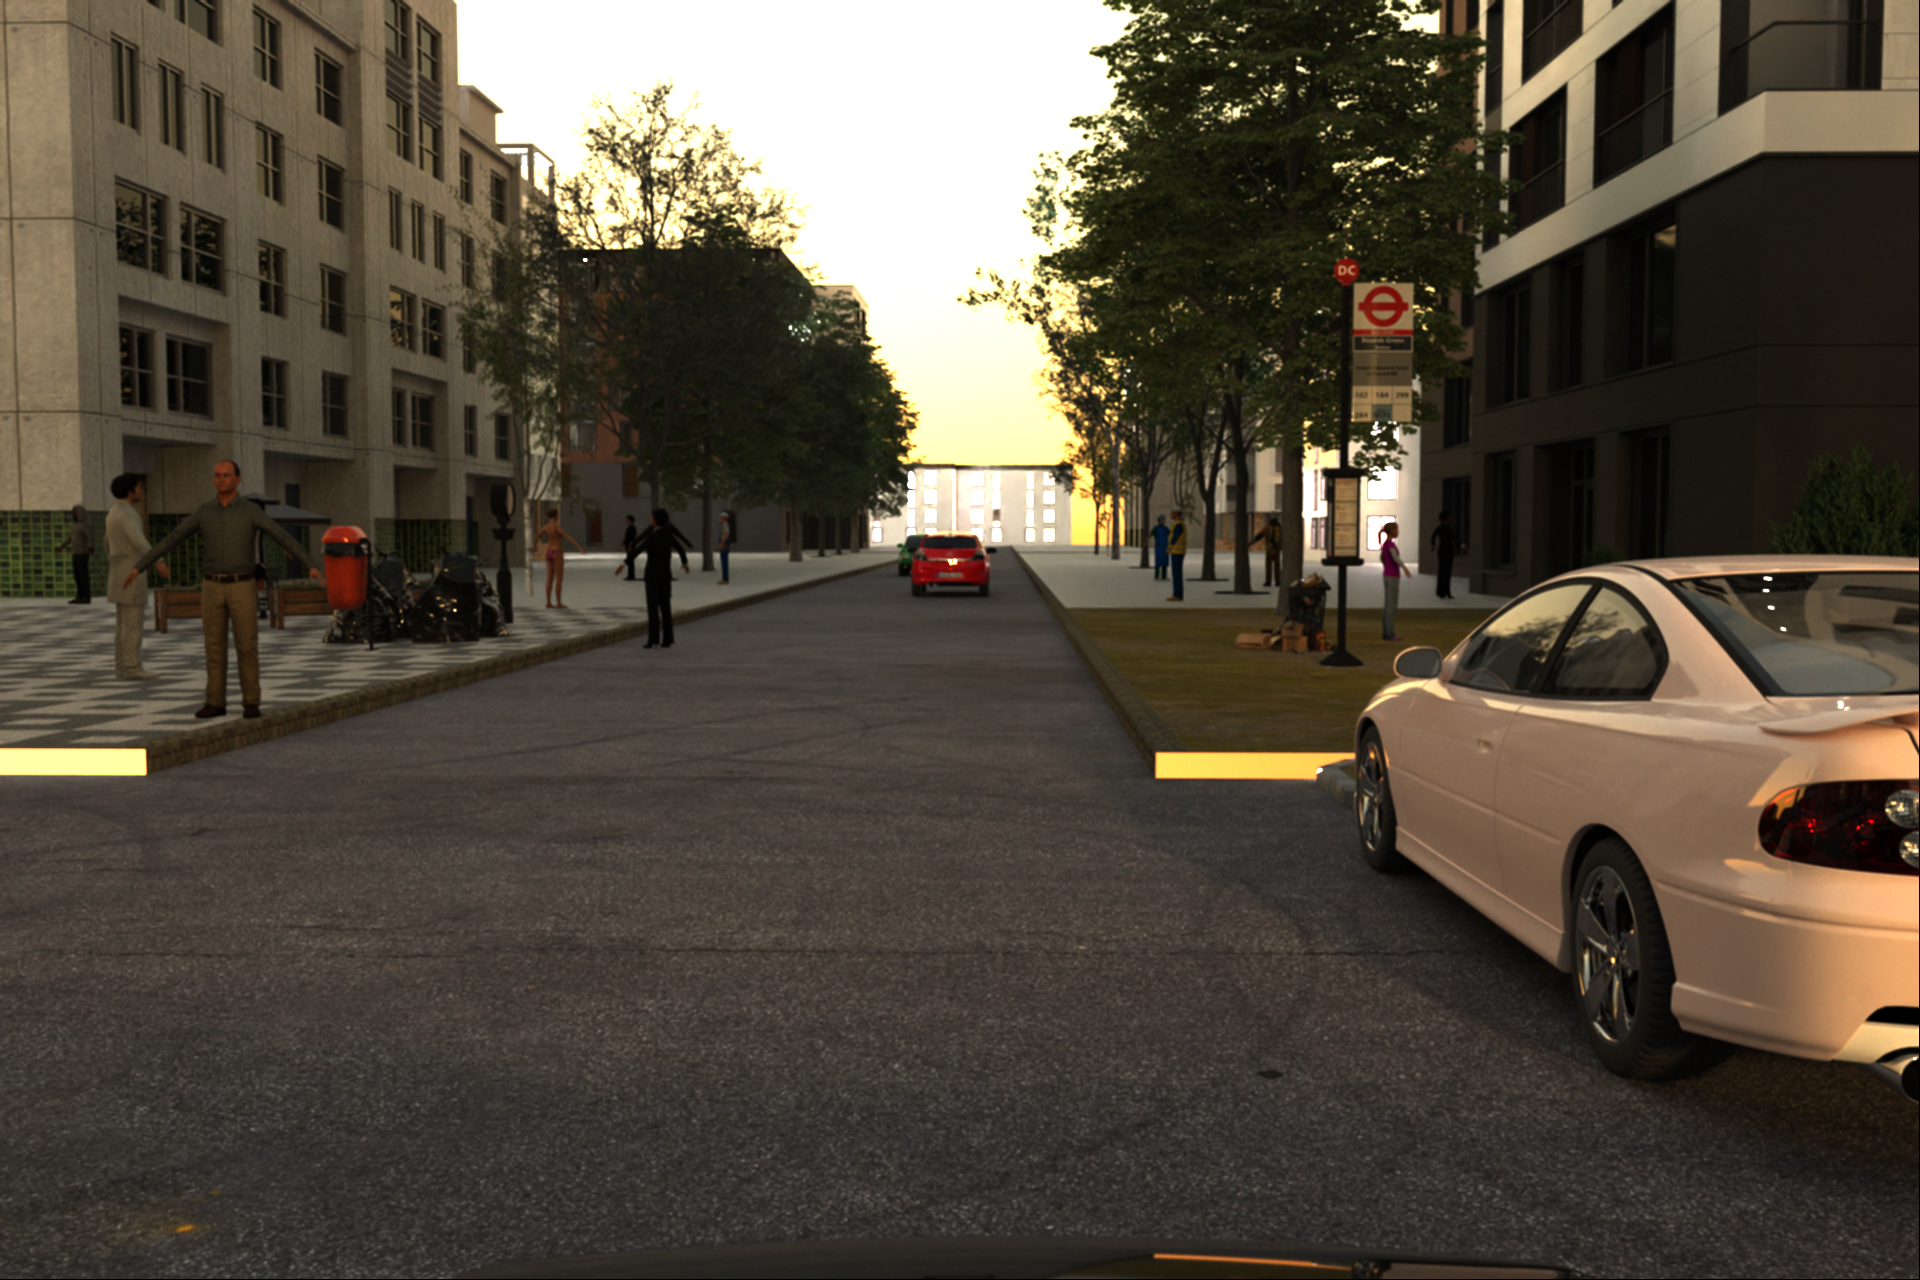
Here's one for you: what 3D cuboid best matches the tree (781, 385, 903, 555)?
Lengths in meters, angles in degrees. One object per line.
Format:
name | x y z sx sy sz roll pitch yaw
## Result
tree | -7.316 -10.974 105.175 9.928 11.665 9.643 0 3 0

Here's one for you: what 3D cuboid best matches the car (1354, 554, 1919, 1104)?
car | 2.651 0.394 5.917 2.083 1.381 4.827 0 4 1

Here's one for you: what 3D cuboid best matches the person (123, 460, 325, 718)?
person | -5.122 -0.358 12.123 1.348 1.796 0.705 0 4 -6

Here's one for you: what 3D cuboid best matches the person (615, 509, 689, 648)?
person | -3.850 -0.773 21.825 0.721 1.740 1.216 3 4 37

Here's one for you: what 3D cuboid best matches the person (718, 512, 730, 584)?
person | -6.083 -2.362 44.478 0.705 1.847 1.347 -1 4 -8

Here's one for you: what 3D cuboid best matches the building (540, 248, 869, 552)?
building | -22.739 -18.136 140.497 27.936 21.610 32.646 0 4 2

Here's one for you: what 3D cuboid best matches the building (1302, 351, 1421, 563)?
building | 20.930 -8.186 75.996 9.099 9.664 28.070 0 4 2

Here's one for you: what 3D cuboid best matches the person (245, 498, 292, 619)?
person | -10.689 -1.226 26.189 1.345 1.843 0.704 1 4 9

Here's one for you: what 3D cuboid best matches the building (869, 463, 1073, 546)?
building | -0.621 -16.003 206.252 28.070 9.664 9.099 0 4 1

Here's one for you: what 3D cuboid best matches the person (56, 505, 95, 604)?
person | -16.192 -1.572 31.828 1.348 1.813 0.705 3 4 39

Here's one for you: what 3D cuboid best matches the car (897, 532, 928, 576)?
car | -1.184 -3.165 60.551 1.959 1.807 4.718 0 4 1

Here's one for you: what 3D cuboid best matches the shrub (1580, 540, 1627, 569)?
shrub | 8.445 -0.712 22.756 1.383 1.207 1.383 0 3 0

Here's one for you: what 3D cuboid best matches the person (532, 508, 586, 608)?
person | -6.971 -1.419 30.004 1.217 1.733 0.721 2 4 31

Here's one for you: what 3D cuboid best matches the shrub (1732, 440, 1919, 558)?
shrub | 7.464 -0.642 14.546 1.661 2.075 1.752 0 3 0

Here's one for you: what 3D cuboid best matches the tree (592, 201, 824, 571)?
tree | -8.521 -8.619 59.052 7.486 12.596 7.792 0 3 0

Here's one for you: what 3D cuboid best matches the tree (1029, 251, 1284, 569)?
tree | 7.035 -9.426 64.486 12.009 13.543 11.850 0 3 0

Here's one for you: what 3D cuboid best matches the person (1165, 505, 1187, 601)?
person | 4.135 -1.667 33.219 0.705 1.833 1.349 1 4 14

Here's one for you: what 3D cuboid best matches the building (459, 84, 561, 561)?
building | -25.435 -13.338 74.494 16.016 20.090 11.380 0 4 1

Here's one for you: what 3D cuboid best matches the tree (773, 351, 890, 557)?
tree | -7.758 -10.417 96.071 9.928 11.665 9.643 0 3 0

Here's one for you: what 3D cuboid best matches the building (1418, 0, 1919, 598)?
building | 25.027 -11.927 38.982 27.936 21.610 32.646 0 4 1

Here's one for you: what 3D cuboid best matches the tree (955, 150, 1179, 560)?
tree | 6.620 -14.121 86.767 12.611 20.169 13.585 0 3 0

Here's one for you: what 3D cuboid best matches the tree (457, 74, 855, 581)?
tree | -8.391 -8.368 47.182 12.009 13.543 11.850 0 3 0

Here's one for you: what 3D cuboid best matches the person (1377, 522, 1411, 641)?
person | 5.238 -0.706 20.809 0.599 1.433 0.991 0 4 -1

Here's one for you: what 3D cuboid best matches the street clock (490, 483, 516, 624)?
street clock | -6.538 -1.239 24.822 0.358 2.002 0.471 0 4 3

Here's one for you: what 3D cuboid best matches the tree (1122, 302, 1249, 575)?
tree | 6.703 -6.360 54.356 4.360 8.622 3.978 0 3 0

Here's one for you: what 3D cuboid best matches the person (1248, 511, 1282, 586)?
person | 7.701 -2.256 42.651 1.354 1.858 0.705 -1 4 -14

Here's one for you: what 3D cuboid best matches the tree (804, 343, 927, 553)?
tree | -7.084 -12.723 114.683 9.857 13.997 8.962 0 3 0

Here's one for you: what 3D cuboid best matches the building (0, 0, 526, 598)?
building | -25.368 -11.229 50.060 16.747 18.905 31.486 0 4 2

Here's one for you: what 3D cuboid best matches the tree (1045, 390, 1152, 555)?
tree | 8.793 -10.592 107.599 7.601 10.594 8.767 -2 4 -34

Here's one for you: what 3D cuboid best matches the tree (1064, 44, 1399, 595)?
tree | 5.942 -6.797 36.880 9.928 11.665 9.643 0 3 0

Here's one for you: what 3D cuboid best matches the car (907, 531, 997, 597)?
car | -0.197 -1.965 41.166 2.155 1.783 4.494 0 4 1

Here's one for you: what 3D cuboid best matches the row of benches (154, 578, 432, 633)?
row of benches | -8.780 -0.509 23.785 4.104 0.672 1.422 -2 4 -31

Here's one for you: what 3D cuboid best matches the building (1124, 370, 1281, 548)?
building | 25.618 -18.624 170.959 16.747 18.905 31.486 0 4 2

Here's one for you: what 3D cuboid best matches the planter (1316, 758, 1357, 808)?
planter | 3.032 0.708 9.559 1.991 0.319 1.994 0 4 2

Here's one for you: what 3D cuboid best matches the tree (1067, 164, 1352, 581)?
tree | 6.735 -7.419 47.064 9.928 11.665 9.643 0 3 0

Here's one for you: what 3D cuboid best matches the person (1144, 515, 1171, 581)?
person | 5.562 -2.539 47.645 1.347 1.817 0.704 -2 4 -31

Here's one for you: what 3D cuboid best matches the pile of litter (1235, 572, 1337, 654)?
pile of litter | 3.671 -0.329 19.342 1.176 0.858 1.719 0 4 1

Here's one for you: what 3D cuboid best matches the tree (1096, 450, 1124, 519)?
tree | 19.289 -16.864 201.481 9.928 11.665 9.643 0 3 0

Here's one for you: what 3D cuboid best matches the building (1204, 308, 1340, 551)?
building | 25.482 -17.575 143.765 16.016 20.090 11.380 0 4 1

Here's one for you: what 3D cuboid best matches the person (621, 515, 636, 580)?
person | -9.171 -2.560 48.035 0.705 1.806 1.347 -1 4 -21

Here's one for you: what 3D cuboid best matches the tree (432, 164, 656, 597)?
tree | -8.972 -5.191 35.234 4.360 8.622 3.978 0 3 0

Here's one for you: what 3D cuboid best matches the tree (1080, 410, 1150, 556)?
tree | 8.672 -9.098 99.122 4.737 8.622 4.395 0 3 0

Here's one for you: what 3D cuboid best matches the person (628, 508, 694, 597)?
person | -6.049 -1.766 35.104 1.346 1.802 0.704 -1 4 -15

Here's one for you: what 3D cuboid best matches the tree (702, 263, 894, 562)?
tree | -7.715 -10.611 80.144 9.857 13.997 8.962 0 3 0

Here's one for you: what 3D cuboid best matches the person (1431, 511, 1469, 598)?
person | 9.763 -1.707 34.626 0.721 1.740 1.216 -1 4 -18

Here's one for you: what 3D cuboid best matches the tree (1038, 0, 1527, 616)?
tree | 5.138 -6.686 27.439 7.486 12.596 7.792 0 3 0

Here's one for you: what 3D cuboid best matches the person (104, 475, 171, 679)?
person | -7.370 -0.565 15.419 0.705 1.806 1.347 -3 5 -42

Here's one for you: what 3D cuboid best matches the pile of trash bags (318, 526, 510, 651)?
pile of trash bags | -6.659 -0.658 20.507 1.912 1.369 3.447 0 4 3

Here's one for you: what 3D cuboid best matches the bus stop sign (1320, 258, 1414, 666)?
bus stop sign | 3.957 -1.722 16.852 0.855 3.939 0.416 0 4 1
